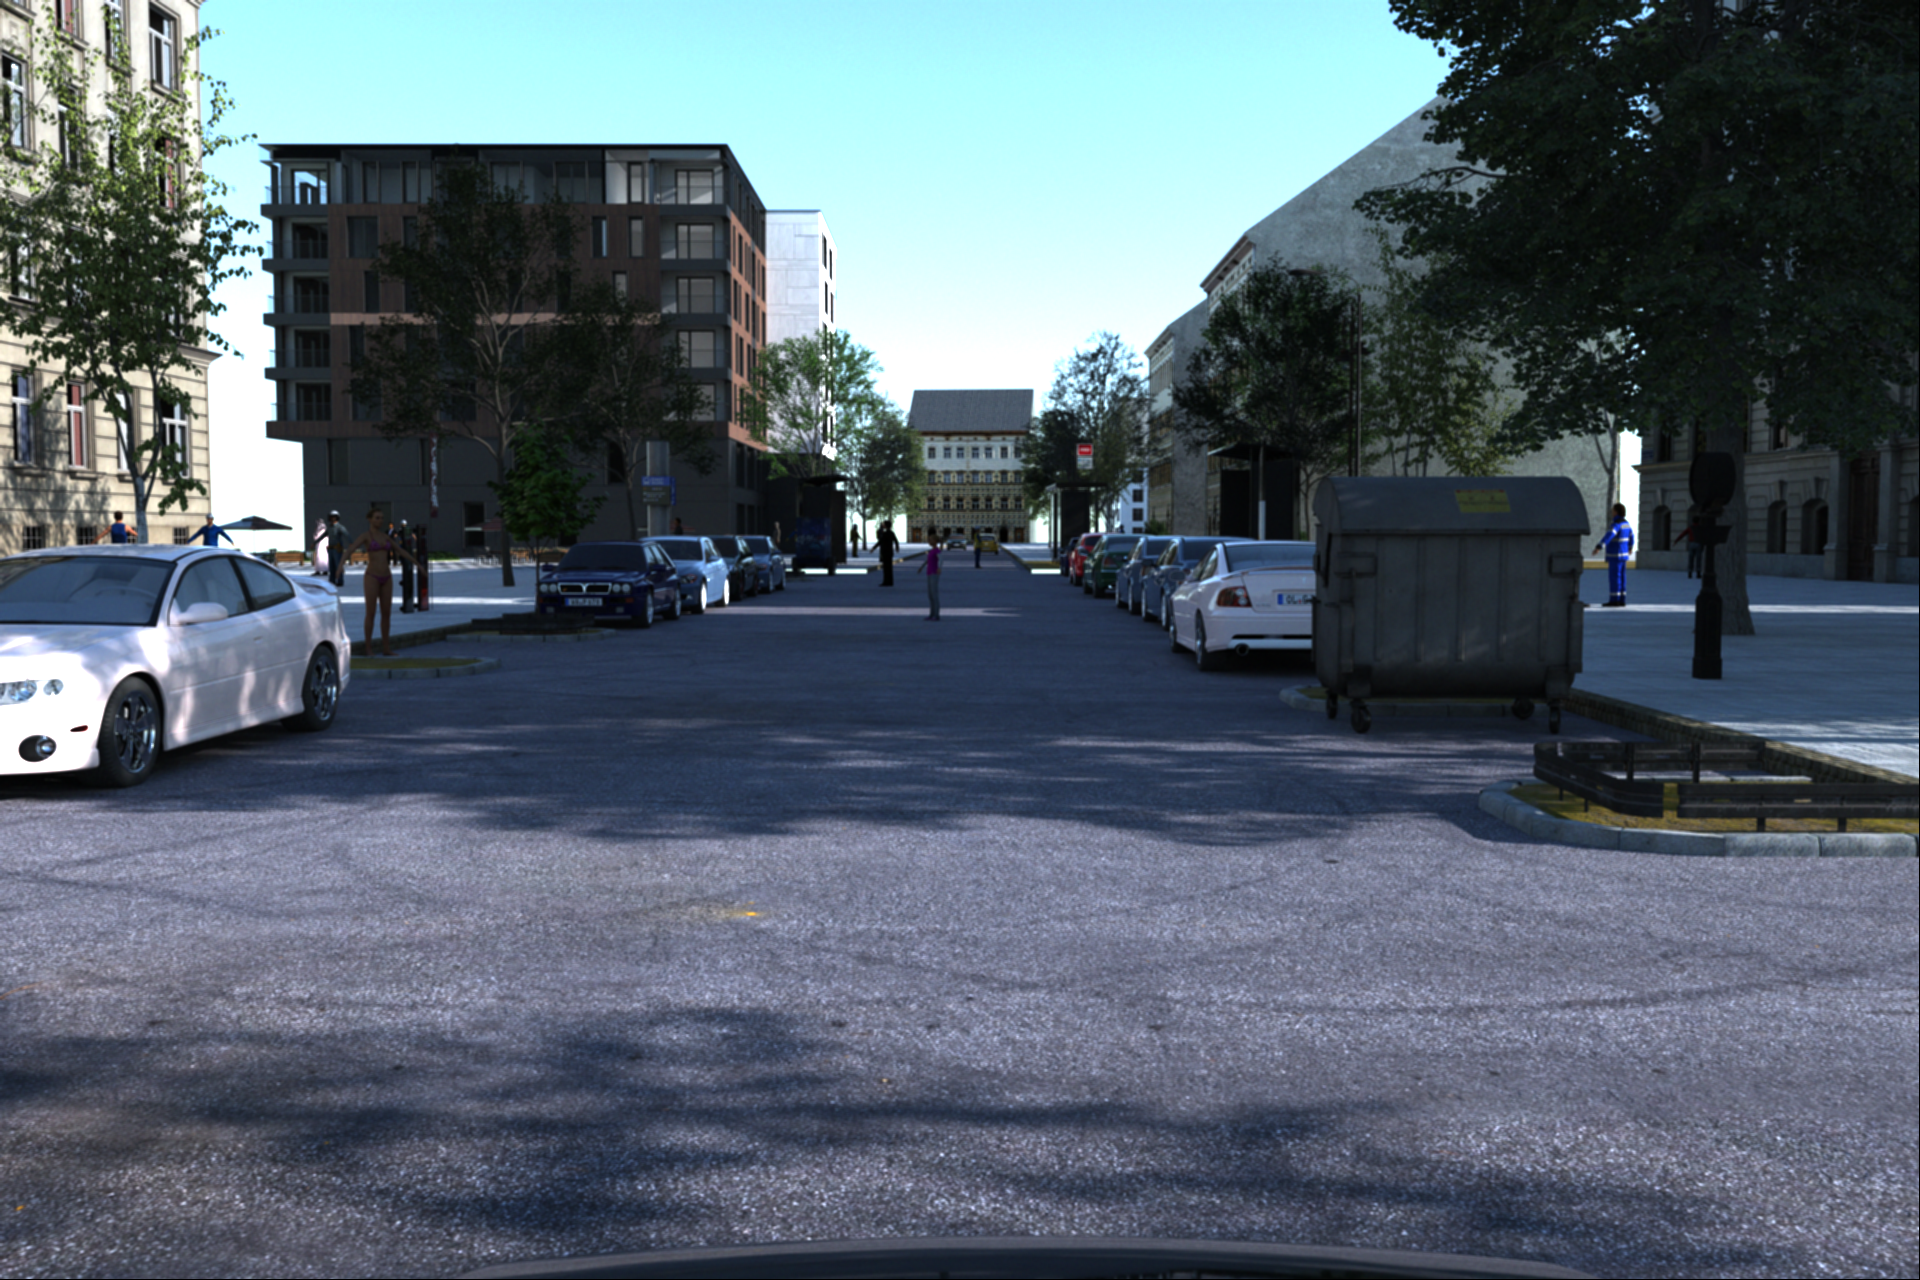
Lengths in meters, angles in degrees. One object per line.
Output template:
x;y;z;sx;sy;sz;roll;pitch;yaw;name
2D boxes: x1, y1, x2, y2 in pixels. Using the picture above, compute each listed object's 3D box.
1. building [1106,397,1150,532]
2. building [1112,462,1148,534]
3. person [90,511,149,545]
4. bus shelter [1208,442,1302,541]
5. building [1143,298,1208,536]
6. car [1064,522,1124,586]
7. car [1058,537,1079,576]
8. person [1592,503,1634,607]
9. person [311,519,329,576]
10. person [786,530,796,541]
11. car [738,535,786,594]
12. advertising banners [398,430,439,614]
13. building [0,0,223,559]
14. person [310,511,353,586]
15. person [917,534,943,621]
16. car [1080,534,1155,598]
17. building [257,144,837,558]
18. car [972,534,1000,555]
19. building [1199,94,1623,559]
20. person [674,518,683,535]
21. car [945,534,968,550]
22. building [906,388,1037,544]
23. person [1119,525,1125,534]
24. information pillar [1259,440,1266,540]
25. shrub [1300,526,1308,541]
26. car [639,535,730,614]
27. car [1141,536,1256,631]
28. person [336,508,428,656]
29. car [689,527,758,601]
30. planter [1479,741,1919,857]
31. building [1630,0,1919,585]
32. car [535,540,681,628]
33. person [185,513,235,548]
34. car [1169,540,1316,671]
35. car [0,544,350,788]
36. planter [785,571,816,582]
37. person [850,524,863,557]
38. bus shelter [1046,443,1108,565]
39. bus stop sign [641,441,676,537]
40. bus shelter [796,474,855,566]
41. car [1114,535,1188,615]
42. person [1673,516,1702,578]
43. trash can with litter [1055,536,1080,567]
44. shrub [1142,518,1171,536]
28.989;-22.372;232.246;16.747;18.905;31.486;0;4;1;building
23.195;-15.944;202.834;9.099;9.664;28.070;0;4;1;building
-19.219;-2.046;39.613;1.345;1.807;0.704;-1;4;-19;person
7.976;-3.423;47.243;1.731;3.624;6.357;0;4;1;bus shelter
24.872;-18.600;135.034;19.493;23.208;18.063;0;4;1;building
4.041;-2.442;48.975;2.155;1.783;4.494;0;4;1;car
4.377;-2.890;59.831;1.945;1.354;3.894;0;4;1;car
11.594;-1.507;30.611;1.345;1.831;0.704;-3;5;-43;person
-19.821;-2.874;53.696;0.621;1.740;0.551;-1;4;-21;person
-8.170;-5.022;88.076;1.349;1.833;0.705;-1;4;-15;person
-5.364;-1.894;42.973;2.014;1.417;4.499;0;4;1;car
-8.958;-1.994;28.784;0.090;3.025;2.074;0;4;1;advertising banners
-30.188;-12.623;38.401;16.112;23.069;30.059;0;3;0;building
-15.359;-2.242;42.490;1.345;1.849;0.704;2;4;24;person
-0.496;-1.035;28.647;0.599;1.433;0.991;-1;4;-21;person
3.881;-1.731;40.100;2.131;1.459;4.920;0;4;0;car
-22.719;-16.108;107.343;27.936;21.610;32.646;0;3;0;building
1.835;-6.815;121.644;2.015;1.641;3.980;0;4;1;car
24.098;-16.207;95.919;19.493;23.208;18.063;0;4;1;building
-9.397;-3.151;57.581;0.705;1.821;1.348;0;4;-3;person
-0.287;-8.781;153.358;2.009;1.686;4.222;0;4;0;car
2.046;-26.148;260.900;18.063;23.208;19.493;0;4;6;building
8.977;-5.539;96.693;0.704;1.817;1.347;-1;4;-14;person
7.559;-3.179;43.338;0.183;3.616;0.504;0;4;1;information pillar
14.417;-4.395;75.901;1.661;2.075;1.752;0;3;0;shrub
-5.441;-1.262;32.638;2.014;1.417;4.499;0;4;1;car
3.862;-0.907;26.834;2.014;1.417;4.499;0;4;0;car
-6.734;-0.667;20.160;0.721;1.733;1.217;3;4;37;person
-5.501;-1.740;38.236;2.009;1.686;4.222;0;4;0;car
3.705;0.763;8.669;1.991;0.319;1.994;0;4;0;planter
29.778;-13.860;45.701;14.460;24.649;34.723;0;4;0;building
-5.561;-0.918;27.598;1.945;1.354;3.894;0;4;1;car
-20.238;-2.500;46.763;1.347;1.842;0.705;0;4;-6;person
3.443;-0.433;19.444;2.083;1.381;4.827;0;4;1;car
-5.570;0.065;11.300;2.083;1.381;4.827;0;4;1;car
-5.415;-1.925;52.609;1.991;0.319;1.994;0;4;2;planter
-5.787;-5.509;95.839;0.705;1.858;1.354;-2;4;-29;person
4.855;-5.904;74.155;2.179;5.291;8.768;0;4;-1;bus shelter
-8.602;-3.696;49.445;0.837;3.901;0.837;0;3;0;bus stop sign
-5.428;-4.852;70.619;1.731;3.624;6.357;0;4;2;bus shelter
3.884;-1.221;31.973;2.014;1.417;4.499;0;4;0;car
21.305;-2.693;50.140;1.345;1.816;0.704;3;5;40;person
4.589;-3.428;67.113;1.678;1.210;2.233;0;4;-1;trash can with litter
8.431;-4.313;74.929;1.690;2.028;1.600;0;3;0;shrub
